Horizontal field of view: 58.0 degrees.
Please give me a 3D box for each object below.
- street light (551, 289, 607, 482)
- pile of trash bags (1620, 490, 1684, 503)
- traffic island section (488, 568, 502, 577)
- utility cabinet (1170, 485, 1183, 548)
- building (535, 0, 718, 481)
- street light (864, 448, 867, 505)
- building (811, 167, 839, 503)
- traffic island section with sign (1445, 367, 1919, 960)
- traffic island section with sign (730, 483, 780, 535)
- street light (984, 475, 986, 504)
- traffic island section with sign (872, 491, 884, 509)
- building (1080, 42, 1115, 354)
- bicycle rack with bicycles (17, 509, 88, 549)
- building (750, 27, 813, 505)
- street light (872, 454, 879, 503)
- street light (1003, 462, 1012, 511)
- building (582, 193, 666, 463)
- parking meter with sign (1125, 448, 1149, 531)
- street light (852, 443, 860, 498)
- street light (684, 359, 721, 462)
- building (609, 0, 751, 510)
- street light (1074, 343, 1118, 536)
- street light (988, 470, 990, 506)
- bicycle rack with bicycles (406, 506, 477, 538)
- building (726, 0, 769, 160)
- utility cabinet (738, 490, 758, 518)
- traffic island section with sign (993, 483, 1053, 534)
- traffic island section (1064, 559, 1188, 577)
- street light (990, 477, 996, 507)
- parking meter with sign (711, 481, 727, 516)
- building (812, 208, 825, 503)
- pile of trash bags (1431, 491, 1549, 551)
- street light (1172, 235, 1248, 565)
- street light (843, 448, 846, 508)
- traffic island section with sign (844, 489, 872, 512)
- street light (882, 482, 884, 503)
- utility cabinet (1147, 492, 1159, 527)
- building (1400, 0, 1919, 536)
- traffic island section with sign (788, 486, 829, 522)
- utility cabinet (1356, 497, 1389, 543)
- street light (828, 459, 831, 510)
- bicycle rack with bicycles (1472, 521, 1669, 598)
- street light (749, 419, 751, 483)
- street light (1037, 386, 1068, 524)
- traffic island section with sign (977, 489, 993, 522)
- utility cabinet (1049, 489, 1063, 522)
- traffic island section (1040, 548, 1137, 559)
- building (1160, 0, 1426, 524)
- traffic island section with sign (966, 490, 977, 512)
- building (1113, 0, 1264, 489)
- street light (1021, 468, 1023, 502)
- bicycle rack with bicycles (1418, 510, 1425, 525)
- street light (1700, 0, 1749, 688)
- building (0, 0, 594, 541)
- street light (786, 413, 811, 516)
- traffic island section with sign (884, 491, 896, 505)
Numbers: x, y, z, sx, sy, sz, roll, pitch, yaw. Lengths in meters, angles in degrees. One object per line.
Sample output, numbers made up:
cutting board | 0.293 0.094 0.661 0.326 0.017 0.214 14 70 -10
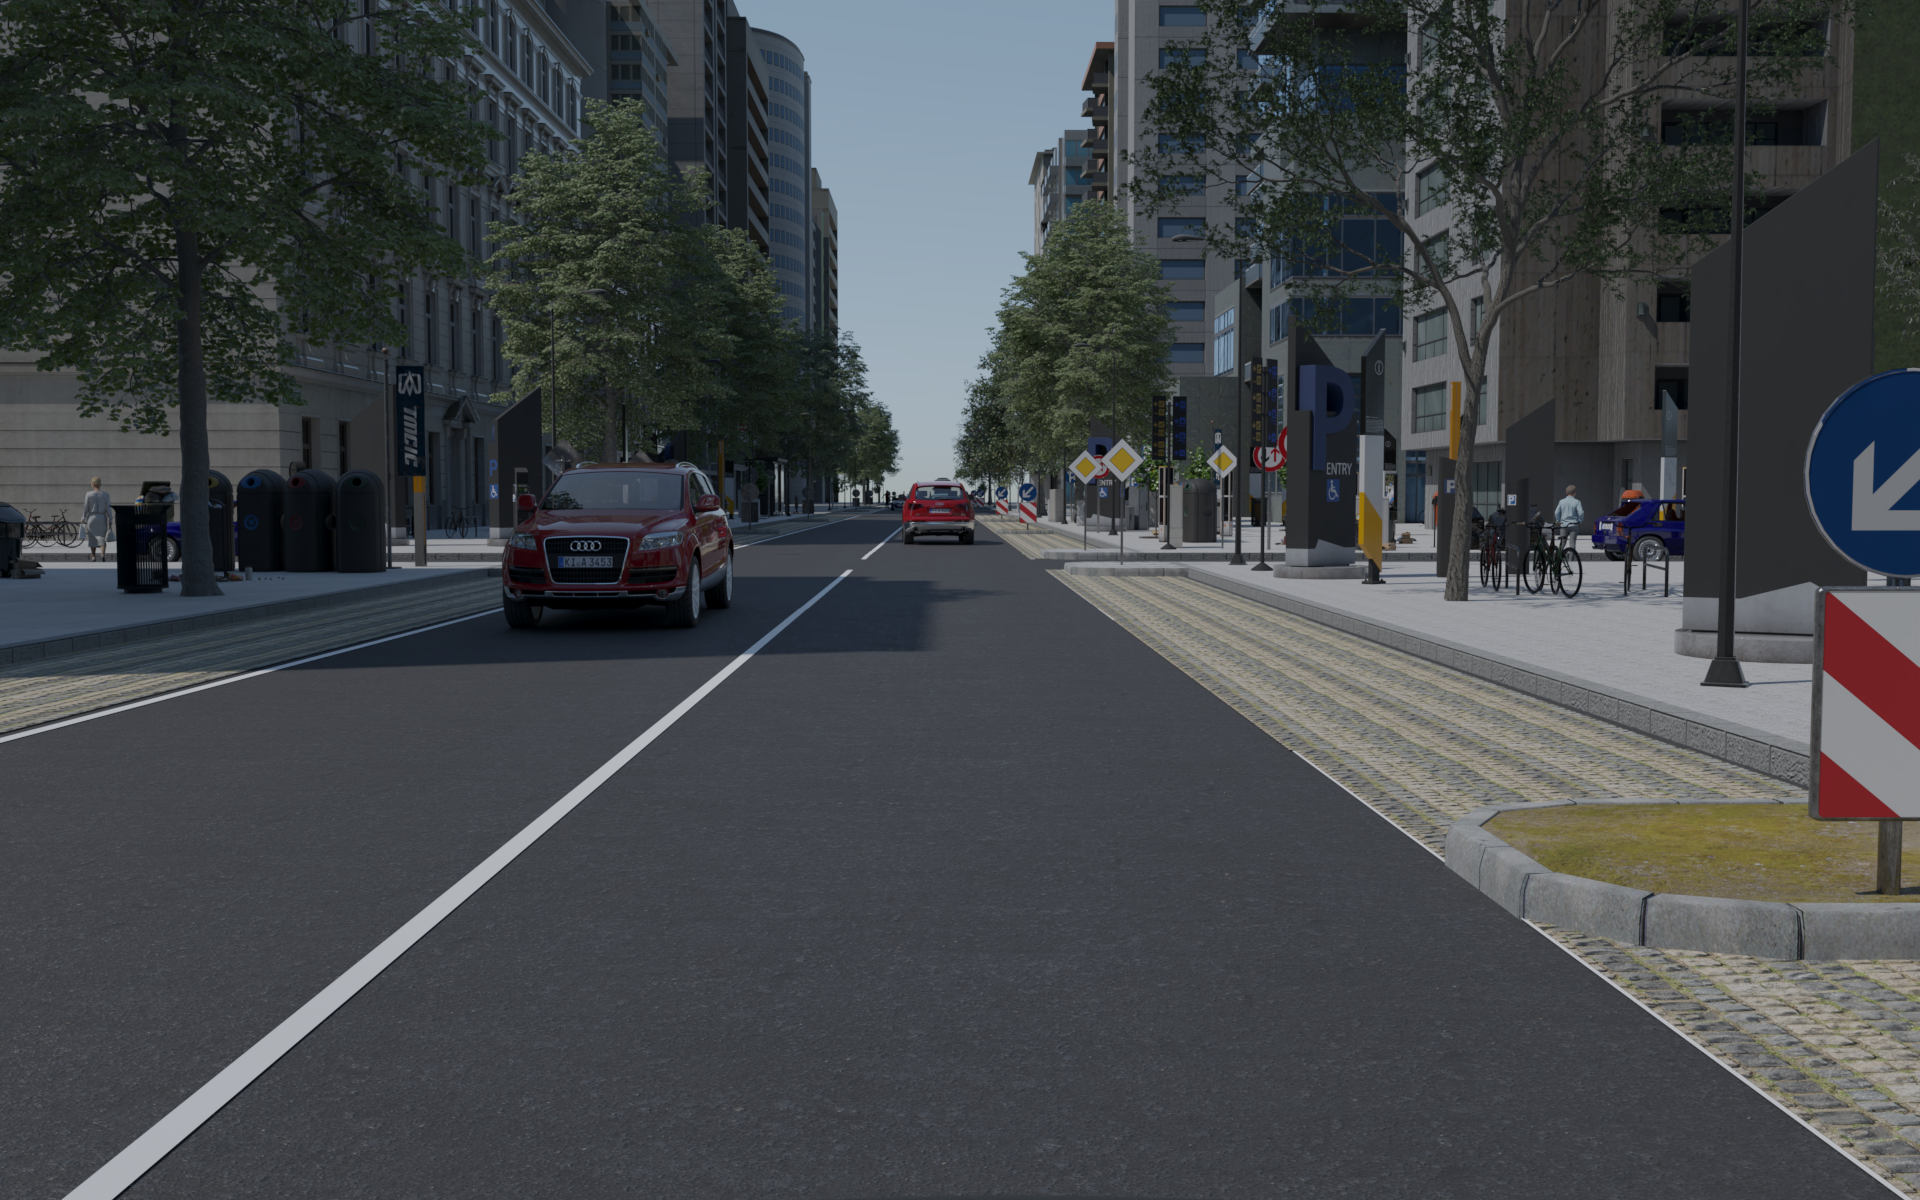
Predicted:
street light | -8.694 -4.088 39.381 1.470 5.913 1.316 0 4 -1
pile of trash bags | 16.784 -1.935 41.397 3.447 1.369 1.912 -3 5 -42
traffic island section | -7.148 -0.546 31.215 2.009 0.180 2.903 0 4 -1
utility cabinet | 5.166 -2.005 41.459 0.318 1.500 1.173 0 4 5
building | -34.423 -26.552 126.011 32.217 40.220 23.993 0 4 -1
street light | -10.059 -12.443 175.979 1.470 5.913 1.316 0 4 -1
building | -29.548 -38.891 259.572 21.300 48.544 21.600 0 4 -1
traffic island section with sign | 2.873 0.147 6.232 1.989 1.847 2.006 0 4 -1
traffic island section with sign | -7.470 -3.249 61.742 1.989 1.847 2.006 0 4 -1
street light | 2.889 -12.093 170.268 1.470 5.913 1.316 0 4 -1
traffic island section with sign | -8.535 -9.606 165.693 1.989 1.847 2.006 0 4 -1
building | 23.140 -31.385 167.770 22.147 44.769 28.867 0 4 -1
bicycle rack with bicycles | -22.050 -1.701 41.186 2.852 0.926 2.925 3 5 41
building | -30.230 -41.393 218.767 21.231 58.520 28.212 0 4 -1
street light | -10.325 -13.828 198.635 1.470 5.913 1.316 0 4 -1
street light | 3.545 -8.618 113.445 1.470 5.913 1.316 0 4 -1
building | -23.298 -14.393 99.956 10.561 19.102 19.286 0 4 -1
parking meter with sign | 6.305 -3.985 61.410 0.543 3.016 1.738 2 4 34
street light | -9.827 -11.212 155.859 1.470 5.913 1.316 0 4 -1
street light | -8.932 -5.332 59.712 1.470 5.913 1.316 0 4 -1
building | -28.533 -43.412 148.041 20.563 71.187 20.611 0 4 -1
street light | 4.213 -4.955 53.548 1.470 5.913 1.316 0 4 -1
street light | 3.238 -10.885 150.513 1.470 5.913 1.316 0 4 -1
bicycle rack with bicycles | -15.427 -2.282 50.699 2.852 0.926 2.925 0 4 -2
building | -30.391 -33.442 170.480 21.300 48.544 21.600 0 4 -1
utility cabinet | -11.321 -5.131 92.574 1.173 1.500 0.318 3 4 36
traffic island section with sign | 2.295 -3.276 62.195 1.989 1.847 2.006 0 4 -1
traffic island section | 2.943 -0.552 31.314 2.009 0.180 2.903 0 4 -1
street light | 3.238 -9.665 130.566 1.470 5.913 1.316 0 4 -1
parking meter with sign | -14.417 -6.528 102.999 0.543 3.016 1.738 -3 5 -43
building | -26.428 -34.139 241.759 14.154 41.232 14.086 0 4 -1
pile of trash bags | 12.132 -1.874 40.386 1.912 1.369 3.447 -1 4 -21
street light | 4.495 -3.588 31.203 1.470 5.913 1.316 0 4 -1
street light | -9.728 -10.004 136.101 1.470 5.913 1.316 0 4 -1
traffic island section with sign | -8.254 -7.958 138.740 1.989 1.847 2.006 0 4 -1
street light | -10.520 -15.037 218.391 1.470 5.913 1.316 0 4 -1
utility cabinet | 7.142 -3.597 67.487 1.173 1.500 0.318 3 4 36
building | 23.051 -17.374 55.774 14.107 30.474 14.160 0 4 -1
traffic island section with sign | -7.744 -4.911 88.917 1.989 1.847 2.006 0 4 -1
utility cabinet | 9.767 -1.859 41.554 1.020 1.237 0.306 1 4 14
street light | -9.472 -8.774 115.989 1.470 5.913 1.316 0 4 -1
bicycle rack with bicycles | 7.953 -0.553 22.425 2.852 0.926 2.925 1 4 14
street light | -9.139 -6.548 79.606 1.470 5.913 1.316 0 4 -1
street light | 3.894 -6.163 73.304 1.470 5.913 1.316 0 4 -1
traffic island section with sign | 2.024 -4.925 89.148 1.989 1.847 2.006 0 4 -1
utility cabinet | 4.403 -4.248 78.140 0.318 1.500 1.173 2 4 28
traffic island section | 2.861 -1.041 39.299 2.009 0.180 2.903 0 4 -1
building | 23.236 -47.405 87.742 22.319 86.520 31.000 0 4 -1
traffic island section with sign | 1.507 -7.975 139.013 1.989 1.847 2.006 0 4 -1
building | 22.870 -36.488 138.577 21.231 58.520 28.212 0 4 -1
street light | 3.730 -7.371 93.061 1.470 5.913 1.316 0 4 -1
bicycle rack with bicycles | 21.023 -3.632 72.763 2.925 0.926 2.852 2 4 31
street light | 4.591 -2.379 11.445 1.470 5.913 1.316 0 4 -1
building | -26.701 -17.828 67.901 17.030 29.872 44.131 0 4 -1
street light | -9.307 -7.757 99.363 1.470 5.913 1.316 0 4 -1
traffic island section with sign | -9.117 -13.038 221.797 1.989 1.847 2.006 0 4 -1
